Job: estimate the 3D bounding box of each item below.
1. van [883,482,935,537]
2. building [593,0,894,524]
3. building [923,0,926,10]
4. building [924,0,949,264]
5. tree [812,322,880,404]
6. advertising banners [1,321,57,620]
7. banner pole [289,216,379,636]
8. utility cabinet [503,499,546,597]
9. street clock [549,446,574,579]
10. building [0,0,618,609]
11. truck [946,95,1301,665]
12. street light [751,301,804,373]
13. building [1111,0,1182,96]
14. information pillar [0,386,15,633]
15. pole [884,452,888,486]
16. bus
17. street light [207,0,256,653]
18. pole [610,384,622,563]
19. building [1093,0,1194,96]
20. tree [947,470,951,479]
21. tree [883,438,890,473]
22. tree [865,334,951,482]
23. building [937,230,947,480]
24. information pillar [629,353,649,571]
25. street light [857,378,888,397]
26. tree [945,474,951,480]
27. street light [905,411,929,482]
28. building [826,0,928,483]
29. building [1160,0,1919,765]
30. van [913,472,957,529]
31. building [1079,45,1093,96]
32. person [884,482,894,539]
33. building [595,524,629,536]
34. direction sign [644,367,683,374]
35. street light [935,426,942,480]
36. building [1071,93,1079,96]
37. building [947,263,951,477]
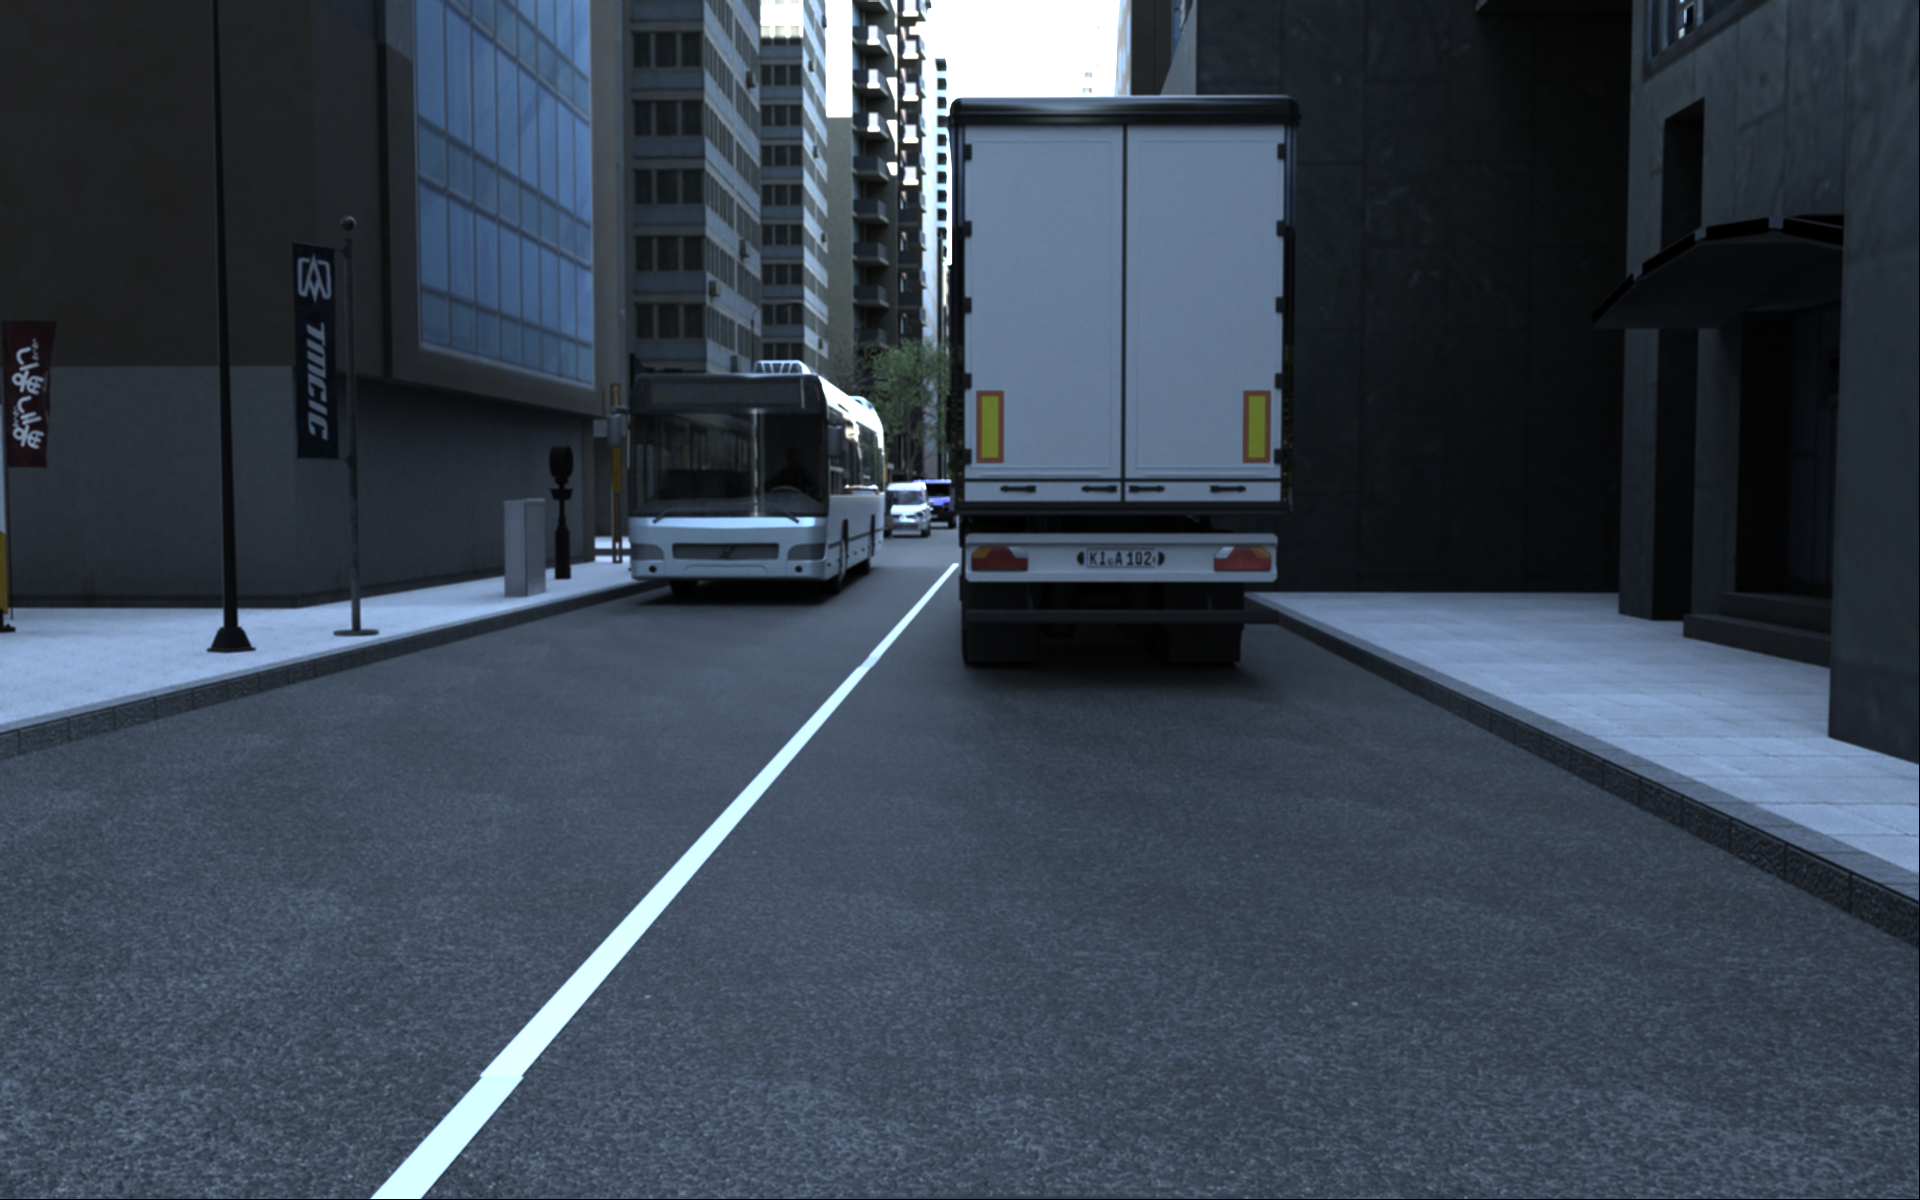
[{"bbox_3d":[-1.852,-3.161,58.688,2.013,2.044,4.112,0,4,1],"label":"van"},{"bbox_3d":[-20.098,-24.581,93.773,32.217,40.220,23.993,0,4,2],"label":"building"},{"bbox_3d":[-9.819,-30.759,153.025,14.600,45.320,14.200,0,4,2],"label":"building"},{"bbox_3d":[-11.136,-56.145,230.644,22.319,86.520,31.000,0,4,2],"label":"building"},{"bbox_3d":[-5.169,-7.583,74.350,4.360,8.622,3.978,0,3,0],"label":"tree"},{"bbox_3d":[-10.183,-1.304,17.513,2.074,3.025,0.090,0,4,-6],"label":"advertising banners"},{"bbox_3d":[-5.625,-1.559,15.514,0.401,3.779,0.863,2,4,28],"label":"banner pole"},{"bbox_3d":[-5.551,-0.668,22.081,0.306,1.237,1.020,0,4,0],"label":"utility cabinet"},{"bbox_3d":[-6.011,-1.321,26.161,0.358,2.002,0.471,0,4,5],"label":"street clock"},{"bbox_3d":[-13.871,-22.949,25.320,14.200,45.320,14.600,0,4,2],"label":"building"},{"bbox_3d":[1.199,-1.768,17.826,2.839,4.237,11.283,0,4,0],"label":"truck"},{"bbox_3d":[-4.463,-4.240,41.859,1.470,5.913,1.316,0,4,2],"label":"street light"},{"bbox_3d":[13.397,-25.675,69.900,14.600,45.320,14.200,0,4,2],"label":"building"},{"bbox_3d":[-8.997,-1.497,15.838,0.183,3.616,0.504,2,4,30],"label":"information pillar"},{"bbox_3d":[-3.607,-5.521,84.114,0.158,3.312,0.155,0,3,0],"label":"pole"},{"bbox_3d":[-2.882,-2.006,27.659,2.948,3.499,13.247,0,4,1],"label":"bus"},{"bbox_3d":[-5.422,-2.534,13.968,1.470,5.913,1.316,0,4,2],"label":"street light"},{"bbox_3d":[-6.369,-2.339,32.089,0.158,3.312,0.155,0,3,0],"label":"pole"},{"bbox_3d":[16.444,-26.930,123.893,14.154,41.232,14.086,0,4,2],"label":"building"},{"bbox_3d":[0.027,-12.773,192.544,4.285,4.588,4.351,0,3,0],"label":"tree"},{"bbox_3d":[-4.872,-5.855,79.443,4.285,4.588,4.351,0,3,0],"label":"tree"},{"bbox_3d":[-3.180,-11.431,112.644,9.928,11.665,9.643,0,3,0],"label":"tree"},{"bbox_3d":[-9.023,-25.127,182.526,14.160,30.474,14.107,0,4,2],"label":"building"},{"bbox_3d":[-5.328,-2.303,29.004,0.183,3.616,0.504,2,4,32],"label":"information pillar"},{"bbox_3d":[-3.569,-5.929,69.480,1.470,5.913,1.316,0,4,2],"label":"street light"},{"bbox_3d":[-0.883,-10.446,165.399,1.663,3.219,1.824,0,3,0],"label":"tree"},{"bbox_3d":[-2.514,-7.629,97.274,1.470,5.913,1.316,0,4,2],"label":"street light"},{"bbox_3d":[-13.925,-29.177,131.675,22.147,44.769,28.867,0,4,2],"label":"building"},{"bbox_3d":[14.019,-42.935,14.664,22.319,86.520,31.000,0,4,2],"label":"building"},{"bbox_3d":[-1.121,-4.217,73.324,2.240,2.365,5.245,0,4,2],"label":"van"},{"bbox_3d":[23.265,-33.972,175.055,23.786,49.044,30.456,0,4,2],"label":"building"},{"bbox_3d":[-2.362,-2.848,55.047,0.794,1.824,0.713,2,4,35],"label":"person"},{"bbox_3d":[-19.733,-22.329,56.963,32.217,40.220,23.993,0,4,2],"label":"building"},{"bbox_3d":[-5.400,-2.396,31.169,0.876,3.537,0.379,-2,4,-26],"label":"direction sign"},{"bbox_3d":[-1.948,-8.954,118.945,1.470,5.913,1.316,0,4,2],"label":"street light"},{"bbox_3d":[24.542,-43.972,260.939,21.231,58.520,28.212,0,4,2],"label":"building"},{"bbox_3d":[-7.671,-26.746,208.993,14.160,30.474,14.107,0,4,2],"label":"building"}]
